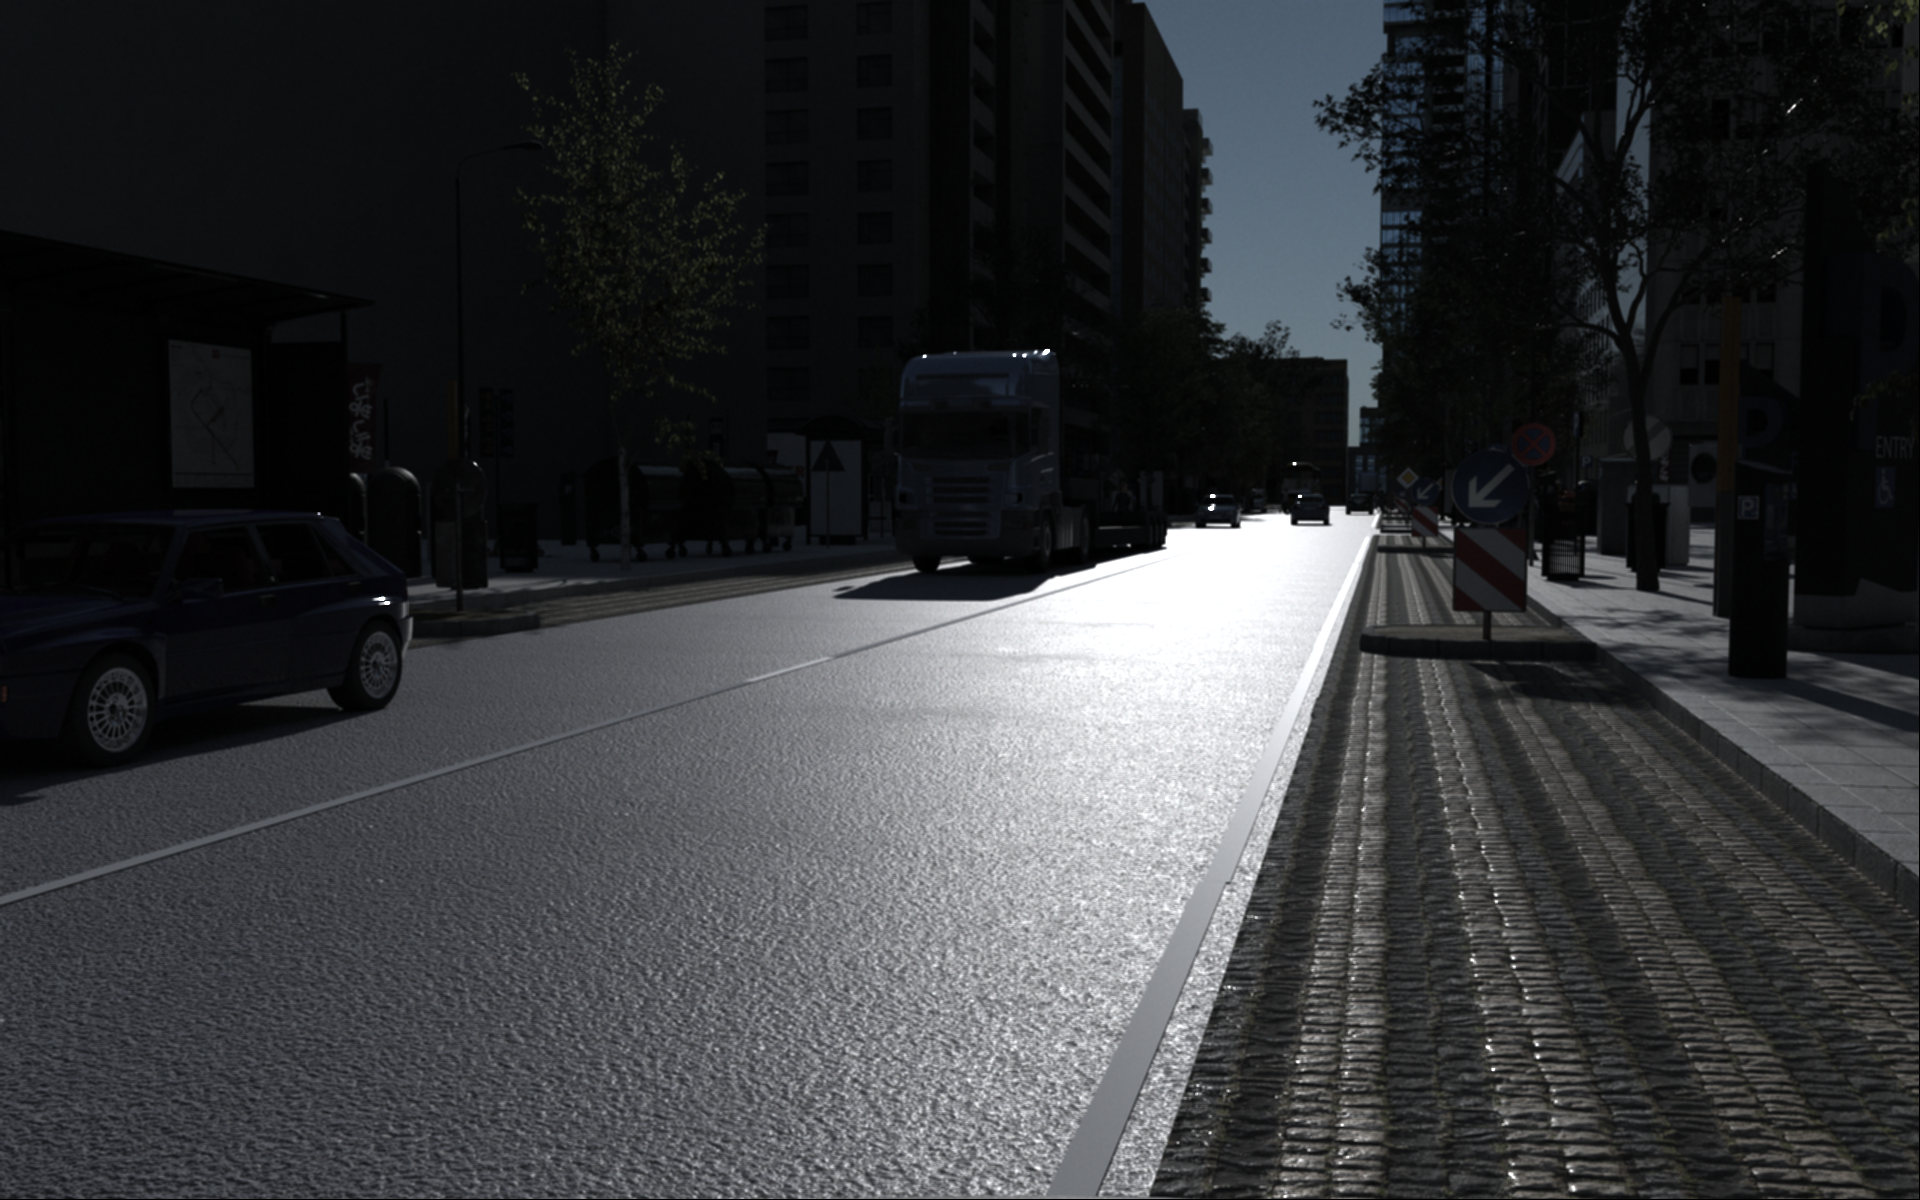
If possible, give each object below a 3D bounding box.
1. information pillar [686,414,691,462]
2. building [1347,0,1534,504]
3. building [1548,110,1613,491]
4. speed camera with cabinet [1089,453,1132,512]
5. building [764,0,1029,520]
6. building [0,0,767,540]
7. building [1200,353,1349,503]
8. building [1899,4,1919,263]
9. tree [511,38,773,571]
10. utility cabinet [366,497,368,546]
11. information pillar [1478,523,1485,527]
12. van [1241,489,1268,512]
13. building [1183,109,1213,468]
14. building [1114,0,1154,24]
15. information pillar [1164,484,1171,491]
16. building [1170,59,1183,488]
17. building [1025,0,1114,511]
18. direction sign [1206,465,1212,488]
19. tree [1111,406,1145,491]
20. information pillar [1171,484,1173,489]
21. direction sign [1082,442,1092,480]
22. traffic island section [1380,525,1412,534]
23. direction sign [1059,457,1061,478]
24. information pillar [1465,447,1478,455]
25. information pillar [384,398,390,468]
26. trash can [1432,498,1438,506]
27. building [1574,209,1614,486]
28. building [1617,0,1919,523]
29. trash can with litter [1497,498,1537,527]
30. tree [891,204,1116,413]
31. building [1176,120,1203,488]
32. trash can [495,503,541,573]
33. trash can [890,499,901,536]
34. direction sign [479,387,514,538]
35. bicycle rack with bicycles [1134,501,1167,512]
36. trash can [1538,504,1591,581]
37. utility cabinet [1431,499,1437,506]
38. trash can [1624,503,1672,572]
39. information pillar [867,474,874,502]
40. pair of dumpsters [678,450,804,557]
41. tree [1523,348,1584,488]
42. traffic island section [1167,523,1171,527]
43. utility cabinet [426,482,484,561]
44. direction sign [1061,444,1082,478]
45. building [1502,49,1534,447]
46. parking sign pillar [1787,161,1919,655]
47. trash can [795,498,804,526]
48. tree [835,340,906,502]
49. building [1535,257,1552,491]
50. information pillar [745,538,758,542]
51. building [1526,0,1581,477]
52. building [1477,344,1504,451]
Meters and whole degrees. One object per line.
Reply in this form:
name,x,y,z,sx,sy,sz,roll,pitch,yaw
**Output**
information pillar,-7.894,-3.608,50.348,0.183,3.616,0.504,0,4,-3
building,70.341,-56.713,239.931,31.000,86.520,22.319,1,4,14
building,46.578,-18.192,115.467,12.078,24.808,19.932,1,4,14
speed camera with cabinet,7.331,-5.505,84.350,2.038,3.252,0.660,0,4,-2
building,-4.641,-19.578,91.807,14.160,30.474,14.107,1,4,14
building,-19.518,-16.102,56.768,24.014,27.812,14.314,1,4,14
building,41.542,-24.931,252.660,28.899,21.520,27.650,1,4,14
building,31.931,-26.580,23.819,28.713,52.752,27.495,1,4,14
tree,-5.459,-4.779,28.499,4.360,8.622,3.978,0,3,0
utility cabinet,-13.621,-1.787,40.379,1.020,1.237,0.306,-2,4,-24
information pillar,13.989,-2.542,46.046,0.304,2.012,0.304,-3,4,-39
van,22.769,-7.752,133.763,2.013,2.044,4.112,1,4,14
building,14.431,-35.983,207.935,30.456,49.044,23.786,1,4,14
building,10.803,-31.066,158.045,14.600,45.320,14.200,1,4,14
information pillar,14.742,-7.311,124.020,0.304,2.012,0.304,-2,4,-32
building,14.280,-31.929,172.154,14.600,45.320,14.200,1,4,14
building,-1.140,-30.673,125.212,21.300,48.544,21.600,1,4,14
direction sign,17.902,-8.112,124.634,0.379,3.537,0.876,-1,4,-19
tree,13.493,-11.729,142.126,4.737,8.622,4.395,0,3,0
information pillar,15.729,-7.650,129.574,0.304,2.012,0.304,3,5,43
direction sign,5.663,-5.092,75.256,0.379,3.537,0.876,1,4,10
traffic island section,16.594,-2.559,64.128,2.009,0.180,2.903,1,4,14
direction sign,5.942,-6.938,105.427,0.876,3.537,0.379,-2,4,-32
information pillar,25.396,-5.776,85.784,0.504,3.616,0.183,2,4,26
information pillar,-14.080,-3.134,42.590,0.183,3.616,0.504,-1,4,-16
trash can,37.721,-7.674,137.122,0.748,1.137,0.748,0,3,0
building,41.080,-14.845,97.468,10.420,20.320,16.860,1,4,14
building,41.421,-16.017,79.897,19.932,24.808,12.078,1,4,14
trash can with litter,13.315,-1.861,41.820,1.055,1.170,0.624,-3,5,-43
tree,1.329,-7.488,56.836,8.767,10.594,7.601,2,4,27
building,18.162,-30.732,186.067,14.154,41.232,14.086,1,4,14
trash can,-7.235,-1.024,28.388,0.748,1.137,0.748,0,3,0
trash can,-1.695,-2.395,50.818,0.748,1.137,0.748,0,3,0
direction sign,-9.903,-2.757,37.067,0.379,3.537,0.876,3,4,36
bicycle rack with bicycles,10.086,-4.991,94.980,2.852,0.926,2.925,-1,4,-21
trash can,8.968,-0.861,25.732,0.748,1.137,0.748,0,3,0
utility cabinet,38.035,-7.864,139.736,1.020,1.237,0.306,1,4,22
trash can,11.370,-1.041,28.682,0.748,1.137,0.748,0,3,0
information pillar,-3.298,-3.546,62.469,0.304,2.012,0.304,3,4,38
pair of dumpsters,-4.758,-2.110,36.987,1.574,2.255,4.437,1,4,14
tree,29.231,-8.194,84.330,4.360,8.622,3.978,0,3,0
traffic island section,7.982,-3.192,74.474,2.009,0.180,2.903,1,4,14
utility cabinet,-9.477,-1.460,32.552,1.173,1.500,0.318,2,4,28
direction sign,5.203,-5.322,79.008,0.876,3.537,0.379,1,4,17
building,61.407,-31.837,170.645,14.600,45.320,14.200,1,4,14
parking sign pillar,7.523,-1.588,14.438,1.447,3.967,1.447,-3,4,-37
trash can,-6.615,-3.553,69.750,0.748,1.137,0.748,0,3,0
tree,-3.777,-8.049,81.963,4.737,8.622,4.395,0,3,0
building,51.100,-18.548,132.940,12.332,23.373,15.834,1,4,14
information pillar,-5.633,-2.577,46.633,0.304,2.012,0.304,1,4,9
building,59.379,-43.641,151.790,20.563,71.187,20.611,1,4,14
building,72.182,-21.165,191.082,27.650,21.520,28.899,1,4,14
